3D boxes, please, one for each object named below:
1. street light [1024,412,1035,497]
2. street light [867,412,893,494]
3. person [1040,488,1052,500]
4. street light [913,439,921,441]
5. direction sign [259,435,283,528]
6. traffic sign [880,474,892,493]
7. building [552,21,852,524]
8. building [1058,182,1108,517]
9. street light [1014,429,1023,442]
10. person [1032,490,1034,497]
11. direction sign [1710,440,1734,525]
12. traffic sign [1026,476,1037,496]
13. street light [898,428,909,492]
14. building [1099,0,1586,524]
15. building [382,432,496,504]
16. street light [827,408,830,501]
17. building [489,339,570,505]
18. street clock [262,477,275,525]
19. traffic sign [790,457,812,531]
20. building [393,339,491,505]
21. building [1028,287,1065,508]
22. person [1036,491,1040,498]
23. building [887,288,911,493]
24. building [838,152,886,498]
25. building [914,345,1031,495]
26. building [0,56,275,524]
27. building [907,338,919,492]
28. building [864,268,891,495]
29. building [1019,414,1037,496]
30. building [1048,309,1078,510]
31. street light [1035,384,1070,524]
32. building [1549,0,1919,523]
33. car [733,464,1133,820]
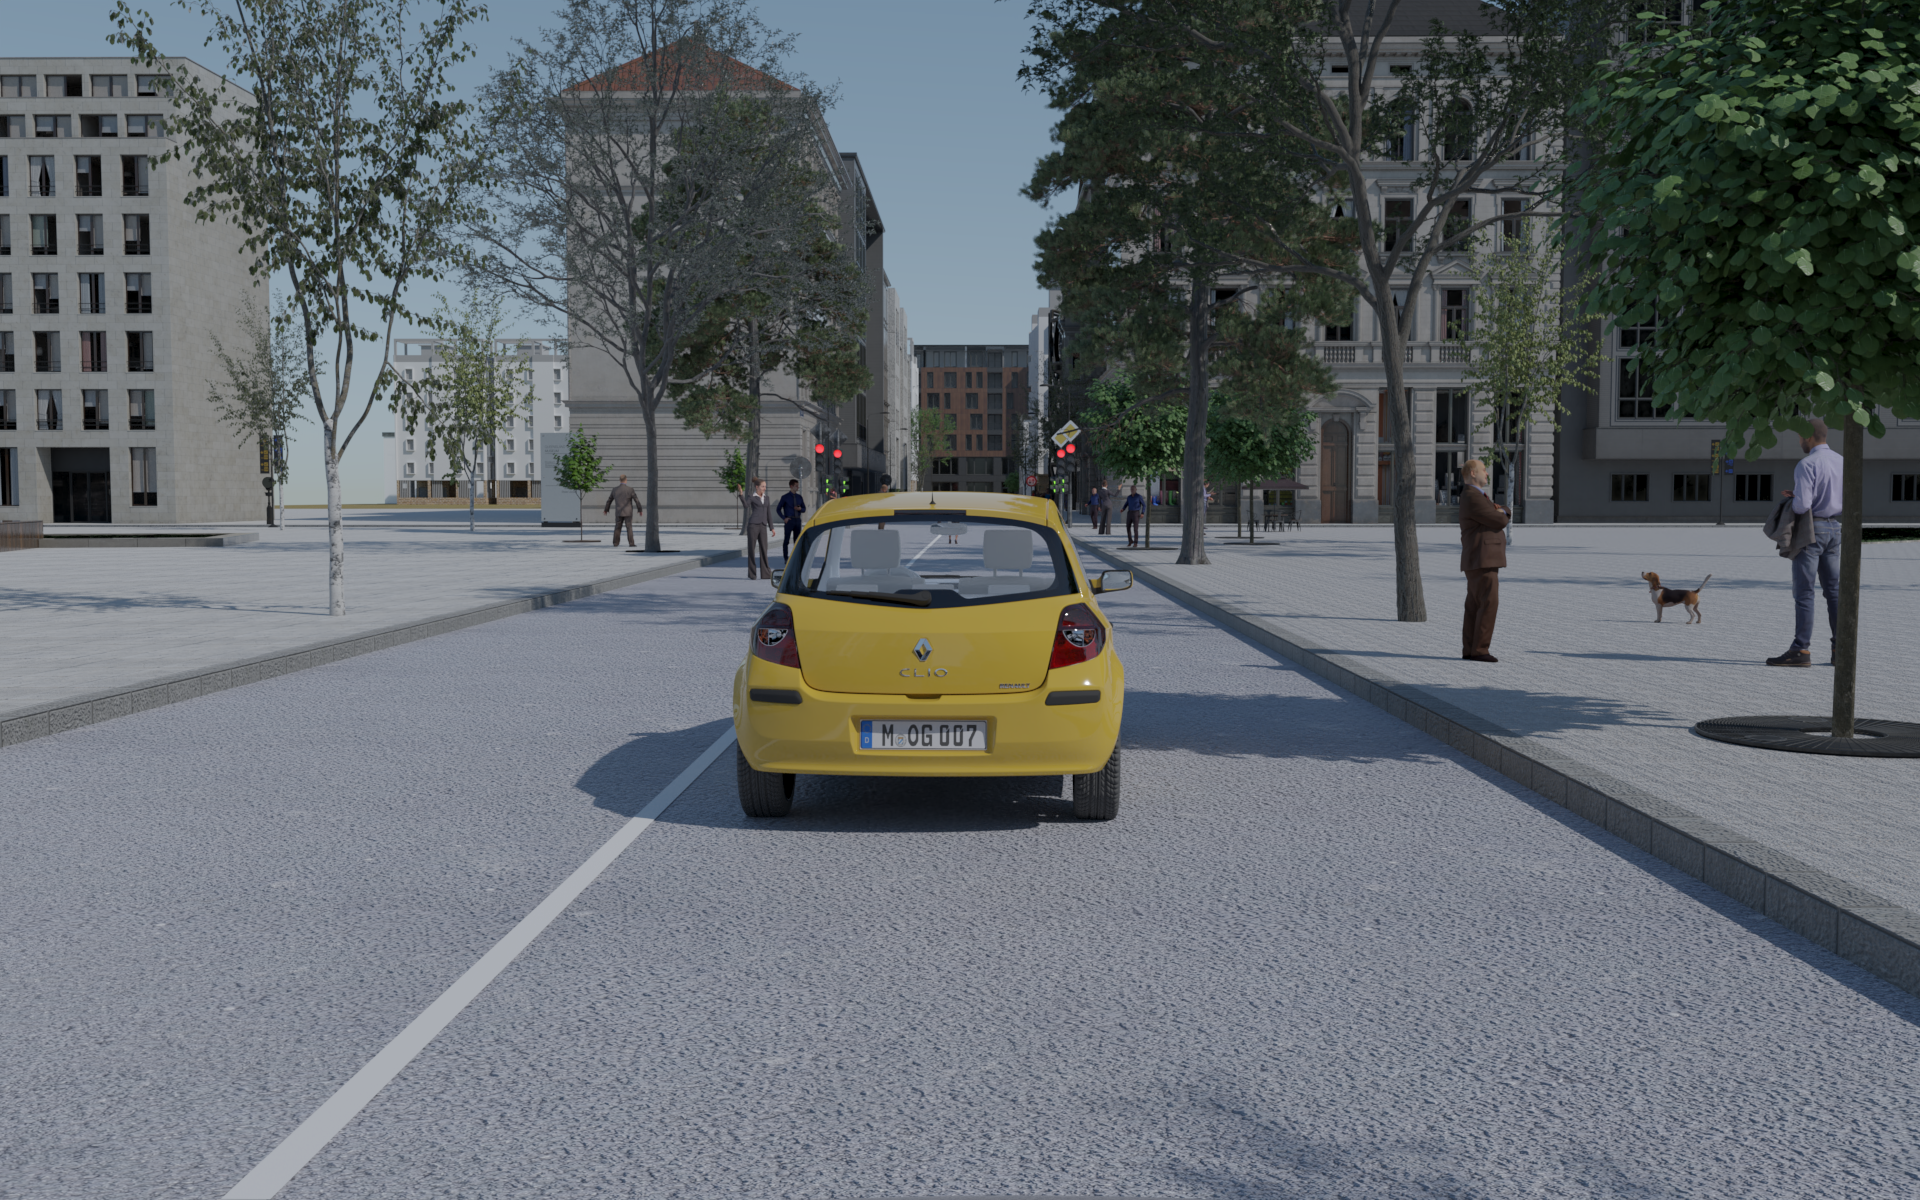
[{"bbox_3d":[4.537,-7.699,98.415,1.470,5.913,1.316,0,4,1],"label":"street light"},{"bbox_3d":[-4.655,-7.655,97.703,1.470,5.913,1.316,0,4,1],"label":"street light"},{"bbox_3d":[4.748,-5.353,95.432,0.647,1.594,0.662,-1,4,-17],"label":"person"},{"bbox_3d":[-3.989,-10.679,147.140,1.470,5.913,1.316,0,4,1],"label":"street light"},{"bbox_3d":[-26.378,-4.551,66.405,0.876,3.537,0.379,0,4,-2],"label":"direction sign"},{"bbox_3d":[-4.733,-6.767,110.743,0.768,2.556,0.104,1,4,10],"label":"traffic sign"},{"bbox_3d":[-11.802,-15.183,84.404,11.583,22.565,21.152,0,4,1],"label":"building"},{"bbox_3d":[13.316,-17.642,107.532,14.460,24.649,34.723,0,4,1],"label":"building"},{"bbox_3d":[4.790,-9.196,122.897,1.470,5.913,1.316,0,4,1],"label":"street light"},{"bbox_3d":[6.161,-8.288,143.255,0.444,1.614,0.593,0,4,-7],"label":"person"},{"bbox_3d":[31.633,-4.889,71.931,0.876,3.537,0.379,1,4,19],"label":"direction sign"},{"bbox_3d":[4.999,-7.395,121.016,0.768,2.556,0.104,0,4,7],"label":"traffic sign"},{"bbox_3d":[-4.377,-9.153,122.185,1.470,5.913,1.316,0,4,1],"label":"street light"},{"bbox_3d":[16.203,-15.252,78.250,19.941,23.489,11.050,0,4,1],"label":"building"},{"bbox_3d":[-64.154,-18.162,239.095,28.070,9.664,9.099,0,4,1],"label":"building"},{"bbox_3d":[-5.024,-6.158,73.222,1.470,5.913,1.316,0,4,1],"label":"street light"},{"bbox_3d":[-50.540,-22.032,216.647,11.380,20.091,16.016,0,4,1],"label":"building"},{"bbox_3d":[-29.113,-4.184,72.974,0.471,2.002,0.358,0,4,3],"label":"street clock"},{"bbox_3d":[-5.443,-3.614,59.188,0.768,2.556,0.104,0,4,2],"label":"traffic sign"},{"bbox_3d":[-62.626,-22.031,216.630,11.380,20.091,16.016,0,4,1],"label":"building"},{"bbox_3d":[14.447,-18.631,161.034,16.016,20.091,11.380,0,4,1],"label":"building"},{"bbox_3d":[5.833,-7.396,129.239,0.482,1.546,0.388,0,4,-3],"label":"person"},{"bbox_3d":[-13.728,-18.228,164.490,16.747,18.905,31.486,0,4,1],"label":"building"},{"bbox_3d":[-12.670,-17.813,110.309,14.314,24.678,30.058,0,4,1],"label":"building"},{"bbox_3d":[9.559,-24.658,247.135,32.646,21.610,27.936,0,4,1],"label":"building"},{"bbox_3d":[-42.125,-13.739,79.392,16.860,20.320,10.420,0,4,1],"label":"building"},{"bbox_3d":[-10.997,-21.958,215.435,11.380,20.091,16.016,0,4,1],"label":"building"},{"bbox_3d":[-10.694,-17.465,134.701,9.793,20.994,18.267,0,4,1],"label":"building"},{"bbox_3d":[11.073,-14.635,181.428,9.099,9.664,28.070,0,4,1],"label":"building"},{"bbox_3d":[15.485,-16.669,139.992,16.820,18.784,16.811,0,4,1],"label":"building"},{"bbox_3d":[4.045,-6.148,73.058,1.470,5.913,1.316,0,4,1],"label":"street light"},{"bbox_3d":[38.214,-17.549,80.433,24.014,27.812,14.314,0,4,1],"label":"building"},{"bbox_3d":[-0.072,0.070,9.076,2.015,1.641,3.980,0,4,2],"label":"car"}]
